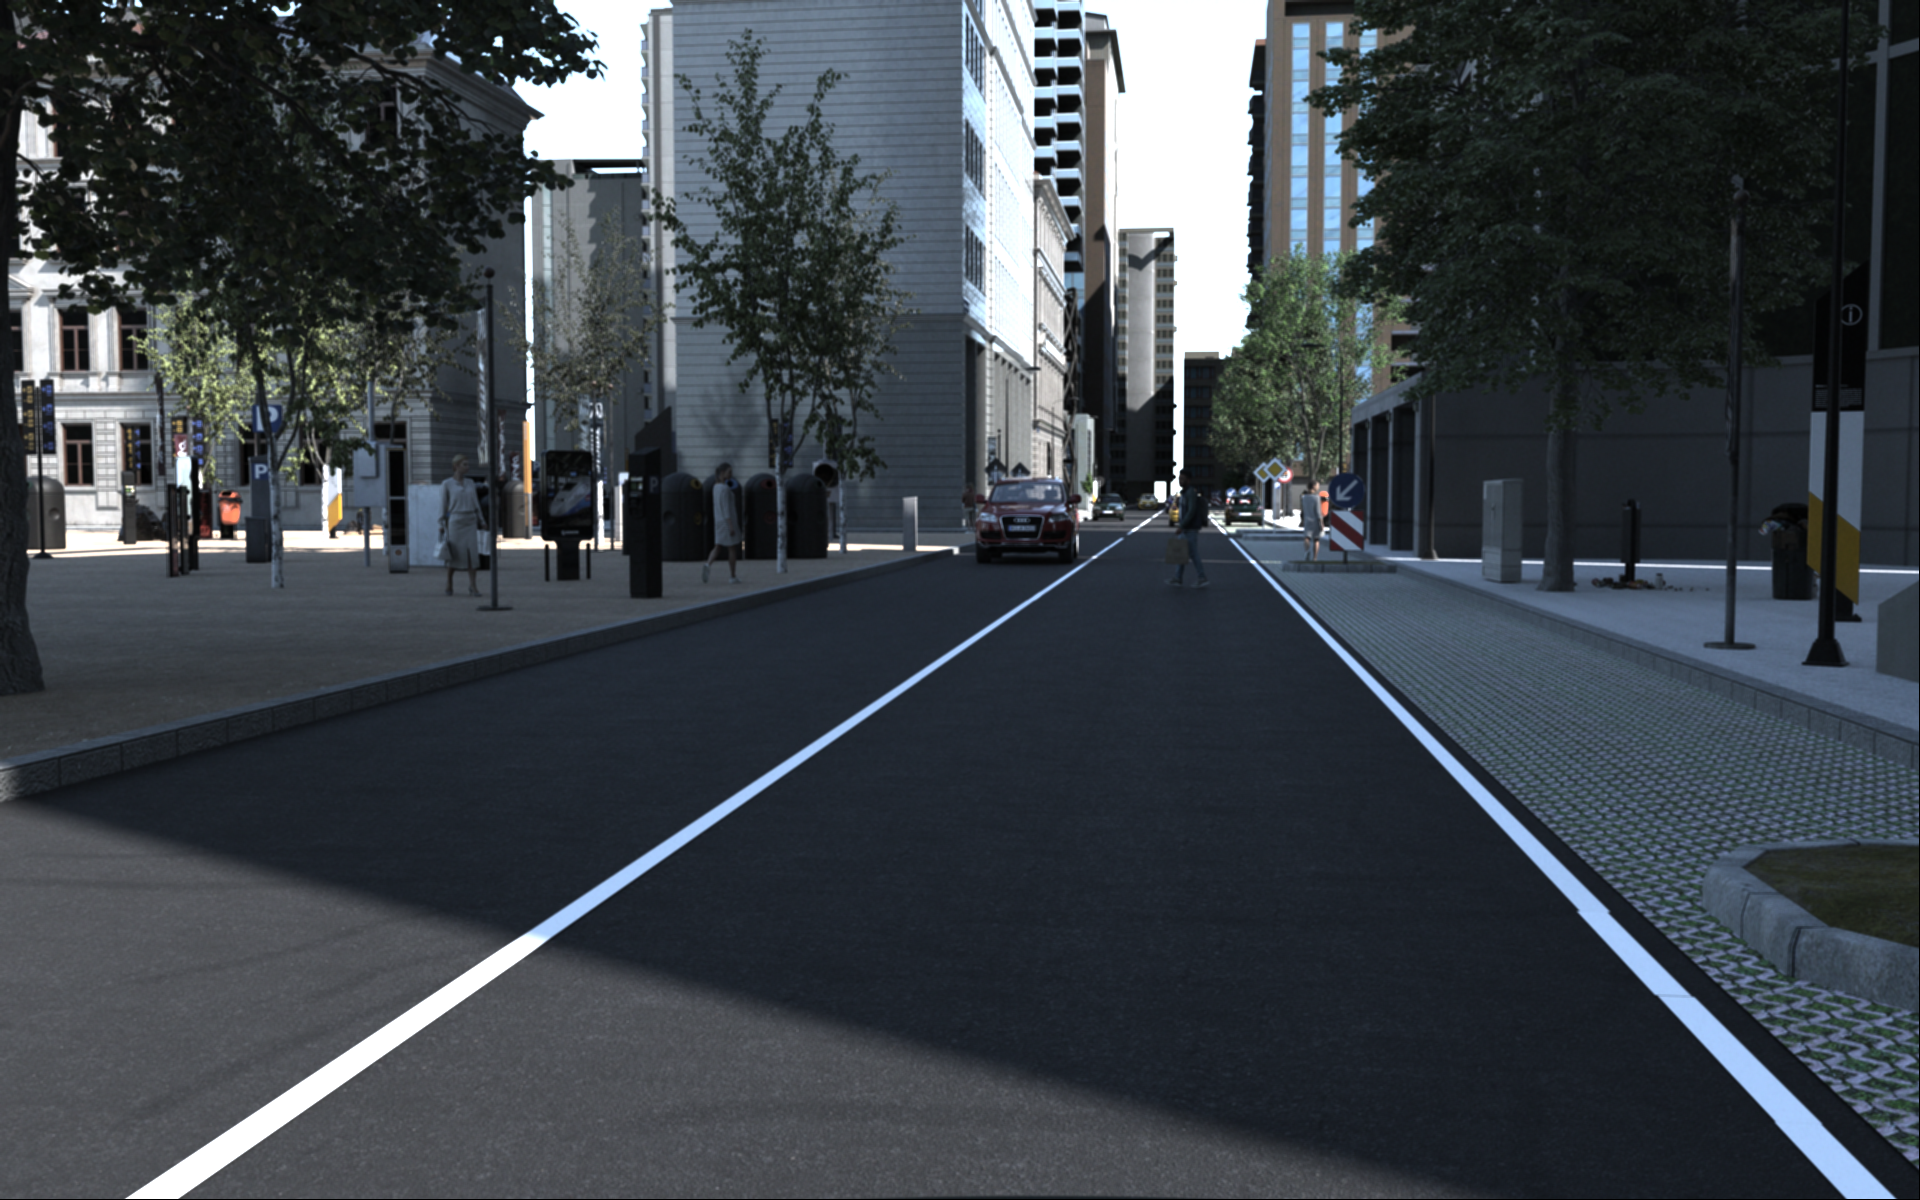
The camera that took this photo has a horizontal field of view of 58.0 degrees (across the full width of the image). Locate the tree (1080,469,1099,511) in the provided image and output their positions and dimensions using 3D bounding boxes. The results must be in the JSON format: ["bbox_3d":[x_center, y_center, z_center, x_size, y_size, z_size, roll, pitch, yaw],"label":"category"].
[{"bbox_3d":[10.043,-8.596,135.151,1.663,3.219,1.824,0,3,0],"label":"tree"}]

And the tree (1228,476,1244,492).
[{"bbox_3d":[30.733,-12.092,192.309,1.663,3.219,1.824,0,3,0],"label":"tree"}]

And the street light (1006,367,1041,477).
[{"bbox_3d":[2.259,-5.560,63.449,1.470,5.913,1.316,0,4,7],"label":"street light"}]

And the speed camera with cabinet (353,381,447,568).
[{"bbox_3d":[-9.632,-2.209,30.455,2.038,3.252,0.660,1,4,18],"label":"speed camera with cabinet"}]

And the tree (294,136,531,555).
[{"bbox_3d":[-11.997,-5.261,36.376,4.360,8.622,3.978,0,3,0],"label":"tree"}]

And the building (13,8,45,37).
[{"bbox_3d":[-54.722,-15.002,78.558,30.059,22.955,16.112,0,4,7],"label":"building"}]

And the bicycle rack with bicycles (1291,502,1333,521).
[{"bbox_3d":[17.209,-4.219,82.365,2.925,0.926,2.852,-1,4,-23],"label":"bicycle rack with bicycles"}]

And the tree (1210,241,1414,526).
[{"bbox_3d":[14.405,-8.830,70.122,9.928,11.665,9.643,0,3,0],"label":"tree"}]

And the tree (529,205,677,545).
[{"bbox_3d":[-9.334,-5.700,43.555,4.360,8.622,3.978,0,3,0],"label":"tree"}]

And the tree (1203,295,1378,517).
[{"bbox_3d":[18.486,-11.022,97.226,9.611,12.733,9.660,0,3,0],"label":"tree"}]

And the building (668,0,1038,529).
[{"bbox_3d":[-3.325,-18.423,78.706,11.434,29.767,29.804,0,4,7],"label":"building"}]

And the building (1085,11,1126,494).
[{"bbox_3d":[4.621,-37.258,198.411,27.495,52.752,28.713,0,4,7],"label":"building"}]

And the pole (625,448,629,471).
[{"bbox_3d":[-14.875,-5.115,77.481,0.158,3.312,0.155,0,3,0],"label":"pole"}]

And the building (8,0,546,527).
[{"bbox_3d":[-29.629,-14.486,72.997,21.152,22.565,11.583,0,4,7],"label":"building"}]

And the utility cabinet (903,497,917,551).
[{"bbox_3d":[-1.140,-1.718,39.249,0.306,1.237,1.020,0,4,0],"label":"utility cabinet"}]

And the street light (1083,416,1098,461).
[{"bbox_3d":[7.524,-8.012,103.530,1.470,5.913,1.316,0,4,7],"label":"street light"}]

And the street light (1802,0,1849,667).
[{"bbox_3d":[5.971,-2.470,12.918,1.470,5.913,1.316,0,4,7],"label":"street light"}]

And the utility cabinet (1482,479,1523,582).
[{"bbox_3d":[7.945,-1.024,25.424,0.318,1.500,1.173,0,4,4],"label":"utility cabinet"}]

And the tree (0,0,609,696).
[{"bbox_3d":[-6.416,-6.367,10.758,9.857,13.997,8.962,0,3,0],"label":"tree"}]

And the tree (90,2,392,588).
[{"bbox_3d":[-9.354,-4.457,23.242,4.737,8.622,4.395,0,3,0],"label":"tree"}]

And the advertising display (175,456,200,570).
[{"bbox_3d":[-13.125,-1.482,29.441,0.123,1.923,0.974,-3,5,-39],"label":"advertising display"}]

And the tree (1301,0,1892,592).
[{"bbox_3d":[8.195,-6.405,22.852,7.486,12.596,7.792,0,3,0],"label":"tree"}]

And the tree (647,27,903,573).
[{"bbox_3d":[-2.882,-4.735,27.777,4.737,8.622,4.395,0,3,0],"label":"tree"}]

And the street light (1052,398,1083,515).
[{"bbox_3d":[5.023,-6.793,83.610,1.470,5.913,1.316,0,4,7],"label":"street light"}]

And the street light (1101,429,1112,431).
[{"bbox_3d":[10.161,-9.236,123.543,1.470,5.913,1.316,0,4,7],"label":"street light"}]

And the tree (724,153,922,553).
[{"bbox_3d":[-2.666,-5.304,37.086,4.360,8.622,3.978,0,3,0],"label":"tree"}]

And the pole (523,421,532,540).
[{"bbox_3d":[-12.117,-3.345,48.537,0.158,3.312,0.155,0,3,0],"label":"pole"}]

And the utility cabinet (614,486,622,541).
[{"bbox_3d":[-8.719,-2.321,46.634,1.173,1.500,0.318,-3,5,-42],"label":"utility cabinet"}]

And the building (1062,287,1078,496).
[{"bbox_3d":[-0.113,-15.675,123.732,16.820,18.784,16.811,0,4,7],"label":"building"}]

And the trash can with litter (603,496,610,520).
[{"bbox_3d":[-17.500,-4.476,84.576,0.624,1.170,1.055,-3,5,-44],"label":"trash can with litter"}]

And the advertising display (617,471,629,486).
[{"bbox_3d":[-9.405,-2.690,49.200,0.123,1.923,0.974,-3,5,-44],"label":"advertising display"}]

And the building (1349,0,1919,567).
[{"bbox_3d":[19.880,-36.540,35.678,20.563,71.187,20.611,0,4,7],"label":"building"}]

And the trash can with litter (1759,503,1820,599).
[{"bbox_3d":[10.234,-0.606,21.295,0.624,1.170,1.055,2,4,33],"label":"trash can with litter"}]

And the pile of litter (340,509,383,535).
[{"bbox_3d":[-18.555,-2.466,54.283,1.719,0.858,1.176,-1,4,-22],"label":"pile of litter"}]

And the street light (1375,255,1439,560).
[{"bbox_3d":[8.648,-3.743,33.743,1.470,5.913,1.316,0,4,7],"label":"street light"}]

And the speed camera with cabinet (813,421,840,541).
[{"bbox_3d":[-4.234,-3.208,46.794,2.038,3.252,0.660,-1,4,-21],"label":"speed camera with cabinet"}]

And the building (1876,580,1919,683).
[{"bbox_3d":[21.671,-18.986,2.299,32.217,40.220,23.993,0,4,7],"label":"building"}]

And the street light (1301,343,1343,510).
[{"bbox_3d":[11.200,-4.949,53.465,1.470,5.913,1.316,0,4,7],"label":"street light"}]

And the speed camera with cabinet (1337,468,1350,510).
[{"bbox_3d":[28.581,-8.201,128.416,2.038,3.252,0.660,0,4,-6],"label":"speed camera with cabinet"}]

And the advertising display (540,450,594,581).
[{"bbox_3d":[-5.841,-1.258,25.779,0.123,1.923,0.974,2,4,32],"label":"advertising display"}]

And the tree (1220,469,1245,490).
[{"bbox_3d":[33.641,-14.015,212.865,4.285,4.588,4.351,0,3,0],"label":"tree"}]

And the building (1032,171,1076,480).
[{"bbox_3d":[0.481,-16.387,104.078,11.583,22.565,21.152,0,4,7],"label":"building"}]

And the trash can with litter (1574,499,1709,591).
[{"bbox_3d":[9.368,-0.794,24.035,1.678,1.210,2.233,1,4,14],"label":"trash can with litter"}]
